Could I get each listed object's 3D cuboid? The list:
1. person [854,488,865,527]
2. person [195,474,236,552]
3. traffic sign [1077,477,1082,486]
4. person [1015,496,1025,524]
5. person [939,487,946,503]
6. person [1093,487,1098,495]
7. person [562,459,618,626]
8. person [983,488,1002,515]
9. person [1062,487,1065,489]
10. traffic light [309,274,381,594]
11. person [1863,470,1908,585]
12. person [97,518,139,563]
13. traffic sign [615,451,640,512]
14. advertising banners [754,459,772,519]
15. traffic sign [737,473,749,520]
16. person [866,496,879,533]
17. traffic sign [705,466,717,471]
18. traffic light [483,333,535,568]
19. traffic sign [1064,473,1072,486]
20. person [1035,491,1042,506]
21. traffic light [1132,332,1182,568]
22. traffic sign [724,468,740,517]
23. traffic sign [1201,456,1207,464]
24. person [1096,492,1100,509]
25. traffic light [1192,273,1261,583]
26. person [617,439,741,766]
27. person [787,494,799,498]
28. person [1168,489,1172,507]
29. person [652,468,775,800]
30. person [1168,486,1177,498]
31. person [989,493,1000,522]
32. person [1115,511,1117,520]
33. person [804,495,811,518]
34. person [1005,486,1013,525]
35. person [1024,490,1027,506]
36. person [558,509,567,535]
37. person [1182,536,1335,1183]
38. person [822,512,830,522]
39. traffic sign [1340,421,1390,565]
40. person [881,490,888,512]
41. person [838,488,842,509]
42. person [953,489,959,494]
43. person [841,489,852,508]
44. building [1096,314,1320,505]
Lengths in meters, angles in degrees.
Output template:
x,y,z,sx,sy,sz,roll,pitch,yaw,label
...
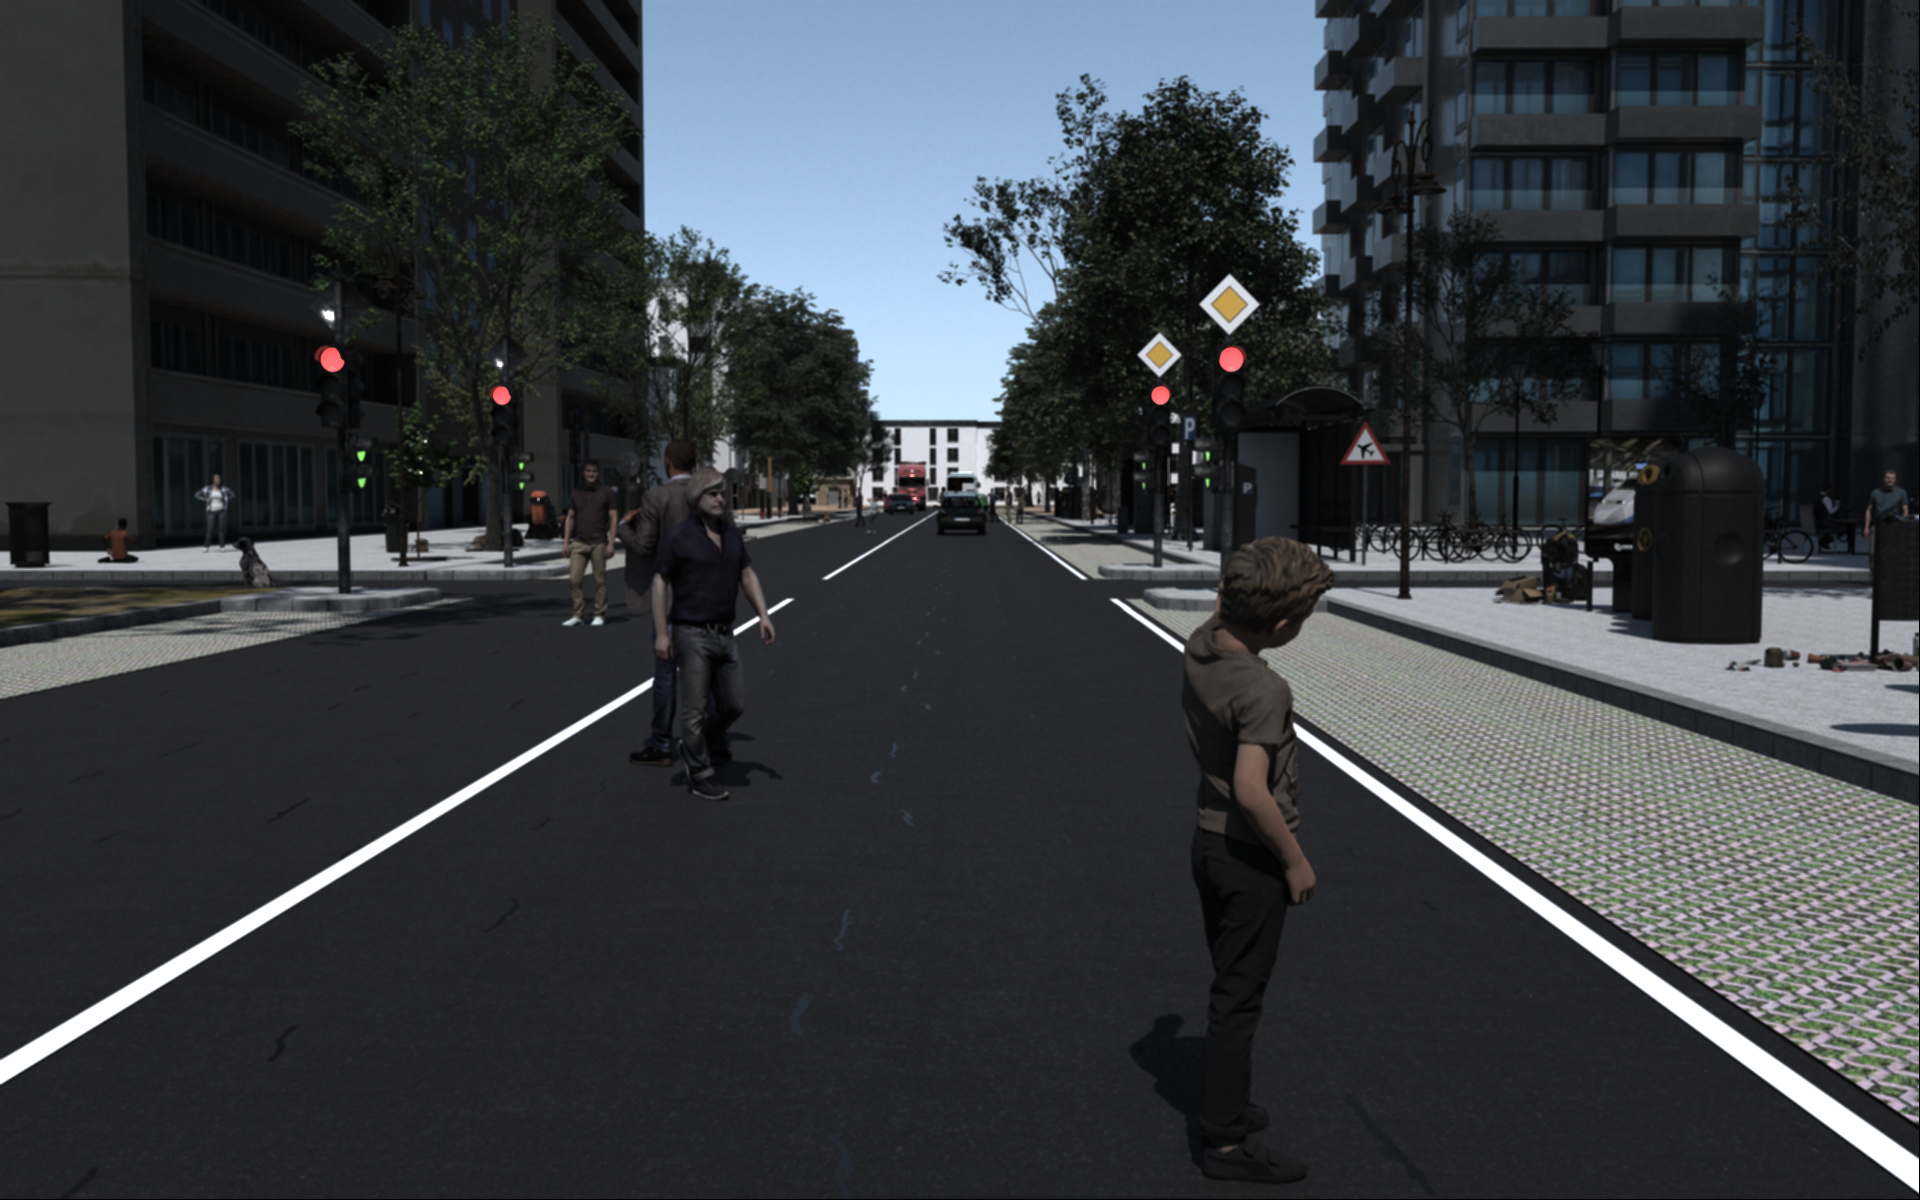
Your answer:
x,y,z,sx,sy,sz,roll,pitch,yaw,label
-4.439,-4.087,76.235,0.530,1.710,0.541,0,4,-3,person
-16.486,-1.933,38.374,0.841,1.734,0.376,-2,4,-26,person
7.096,-6.114,102.092,0.606,2.300,0.079,1,4,9,traffic sign
2.797,-4.225,81.489,0.435,1.345,0.340,-2,4,-32,person
-0.767,-5.031,90.909,0.789,1.805,0.875,-2,4,-29,person
10.239,-7.767,133.173,1.348,1.807,0.705,0,4,-3,person
-4.034,-0.622,18.797,0.598,1.807,0.434,1,4,20,person
2.182,-6.658,117.338,1.348,1.826,0.705,1,4,10,person
7.615,-7.364,126.540,0.705,1.812,1.348,1,4,10,person
-7.913,-2.036,22.208,0.839,4.253,0.868,0,4,0,traffic light
14.538,-1.138,27.233,0.434,1.807,0.598,-3,5,-40,person
-15.664,-1.106,32.406,0.859,0.850,0.655,1,4,9,person
-9.806,-3.120,51.112,0.768,2.556,0.104,1,4,9,traffic sign
-10.089,-5.653,88.619,0.090,3.025,2.074,1,4,17,advertising banners
-10.673,-5.077,85.144,0.606,2.300,0.079,0,4,5,traffic sign
-3.249,-3.178,64.373,0.435,1.345,0.340,-2,4,-26,person
-11.460,-4.842,79.269,0.768,2.556,0.104,0,4,2,traffic sign
-7.883,-2.524,30.193,0.839,4.253,0.868,0,4,0,traffic light
6.598,-6.317,103.393,0.768,2.556,0.104,0,4,7,traffic sign
8.490,-10.776,185.470,1.217,1.735,0.721,-2,4,-33,person
3.439,-2.523,30.166,0.839,4.253,0.868,0,4,0,traffic light
-11.010,-5.113,83.708,0.768,2.556,0.104,0,4,3,traffic sign
7.870,-3.292,53.934,0.768,2.556,0.104,0,4,5,traffic sign
11.610,-8.302,142.469,0.721,1.739,1.217,3,5,45,person
3.408,-2.034,22.181,0.839,4.253,0.868,0,4,0,traffic light
-1.494,0.006,9.231,0.655,1.722,0.431,-2,4,-25,person
-16.134,-9.803,166.836,1.217,1.766,0.721,0,4,6,person
12.290,-5.797,102.286,0.593,1.643,0.415,2,4,29,person
-1.172,0.151,8.241,0.569,1.553,0.471,-1,4,-9,person
13.325,-6.445,111.378,1.348,1.831,0.705,0,4,6,person
1.657,-4.691,87.893,0.574,1.496,0.600,-3,4,-37,person
7.700,-4.123,83.928,0.357,0.543,0.381,1,4,16,person
-7.919,-4.974,89.956,0.434,1.807,0.598,-1,4,-15,person
2.228,-4.381,80.264,0.434,1.807,0.598,2,4,26,person
7.009,-10.735,182.293,0.721,1.736,1.217,0,4,-7,person
-12.293,-2.402,53.602,0.859,0.850,0.655,-1,4,-19,person
0.623,0.534,3.682,0.340,1.345,0.435,-2,4,-25,person
-6.711,-4.166,87.084,0.381,0.543,0.357,1,4,22,person
7.258,-1.900,31.065,0.884,2.594,0.081,1,4,10,traffic sign
-6.029,-8.094,141.354,1.217,1.766,0.721,3,5,39,person
-10.707,-9.026,153.638,0.705,1.822,1.348,0,4,-1,person
-0.264,-6.938,121.931,1.348,1.824,0.705,0,4,4,person
-10.653,-9.507,162.191,1.217,1.736,0.721,-3,5,-40,person
32.386,-22.393,210.103,32.646,21.610,27.936,0,4,0,building
